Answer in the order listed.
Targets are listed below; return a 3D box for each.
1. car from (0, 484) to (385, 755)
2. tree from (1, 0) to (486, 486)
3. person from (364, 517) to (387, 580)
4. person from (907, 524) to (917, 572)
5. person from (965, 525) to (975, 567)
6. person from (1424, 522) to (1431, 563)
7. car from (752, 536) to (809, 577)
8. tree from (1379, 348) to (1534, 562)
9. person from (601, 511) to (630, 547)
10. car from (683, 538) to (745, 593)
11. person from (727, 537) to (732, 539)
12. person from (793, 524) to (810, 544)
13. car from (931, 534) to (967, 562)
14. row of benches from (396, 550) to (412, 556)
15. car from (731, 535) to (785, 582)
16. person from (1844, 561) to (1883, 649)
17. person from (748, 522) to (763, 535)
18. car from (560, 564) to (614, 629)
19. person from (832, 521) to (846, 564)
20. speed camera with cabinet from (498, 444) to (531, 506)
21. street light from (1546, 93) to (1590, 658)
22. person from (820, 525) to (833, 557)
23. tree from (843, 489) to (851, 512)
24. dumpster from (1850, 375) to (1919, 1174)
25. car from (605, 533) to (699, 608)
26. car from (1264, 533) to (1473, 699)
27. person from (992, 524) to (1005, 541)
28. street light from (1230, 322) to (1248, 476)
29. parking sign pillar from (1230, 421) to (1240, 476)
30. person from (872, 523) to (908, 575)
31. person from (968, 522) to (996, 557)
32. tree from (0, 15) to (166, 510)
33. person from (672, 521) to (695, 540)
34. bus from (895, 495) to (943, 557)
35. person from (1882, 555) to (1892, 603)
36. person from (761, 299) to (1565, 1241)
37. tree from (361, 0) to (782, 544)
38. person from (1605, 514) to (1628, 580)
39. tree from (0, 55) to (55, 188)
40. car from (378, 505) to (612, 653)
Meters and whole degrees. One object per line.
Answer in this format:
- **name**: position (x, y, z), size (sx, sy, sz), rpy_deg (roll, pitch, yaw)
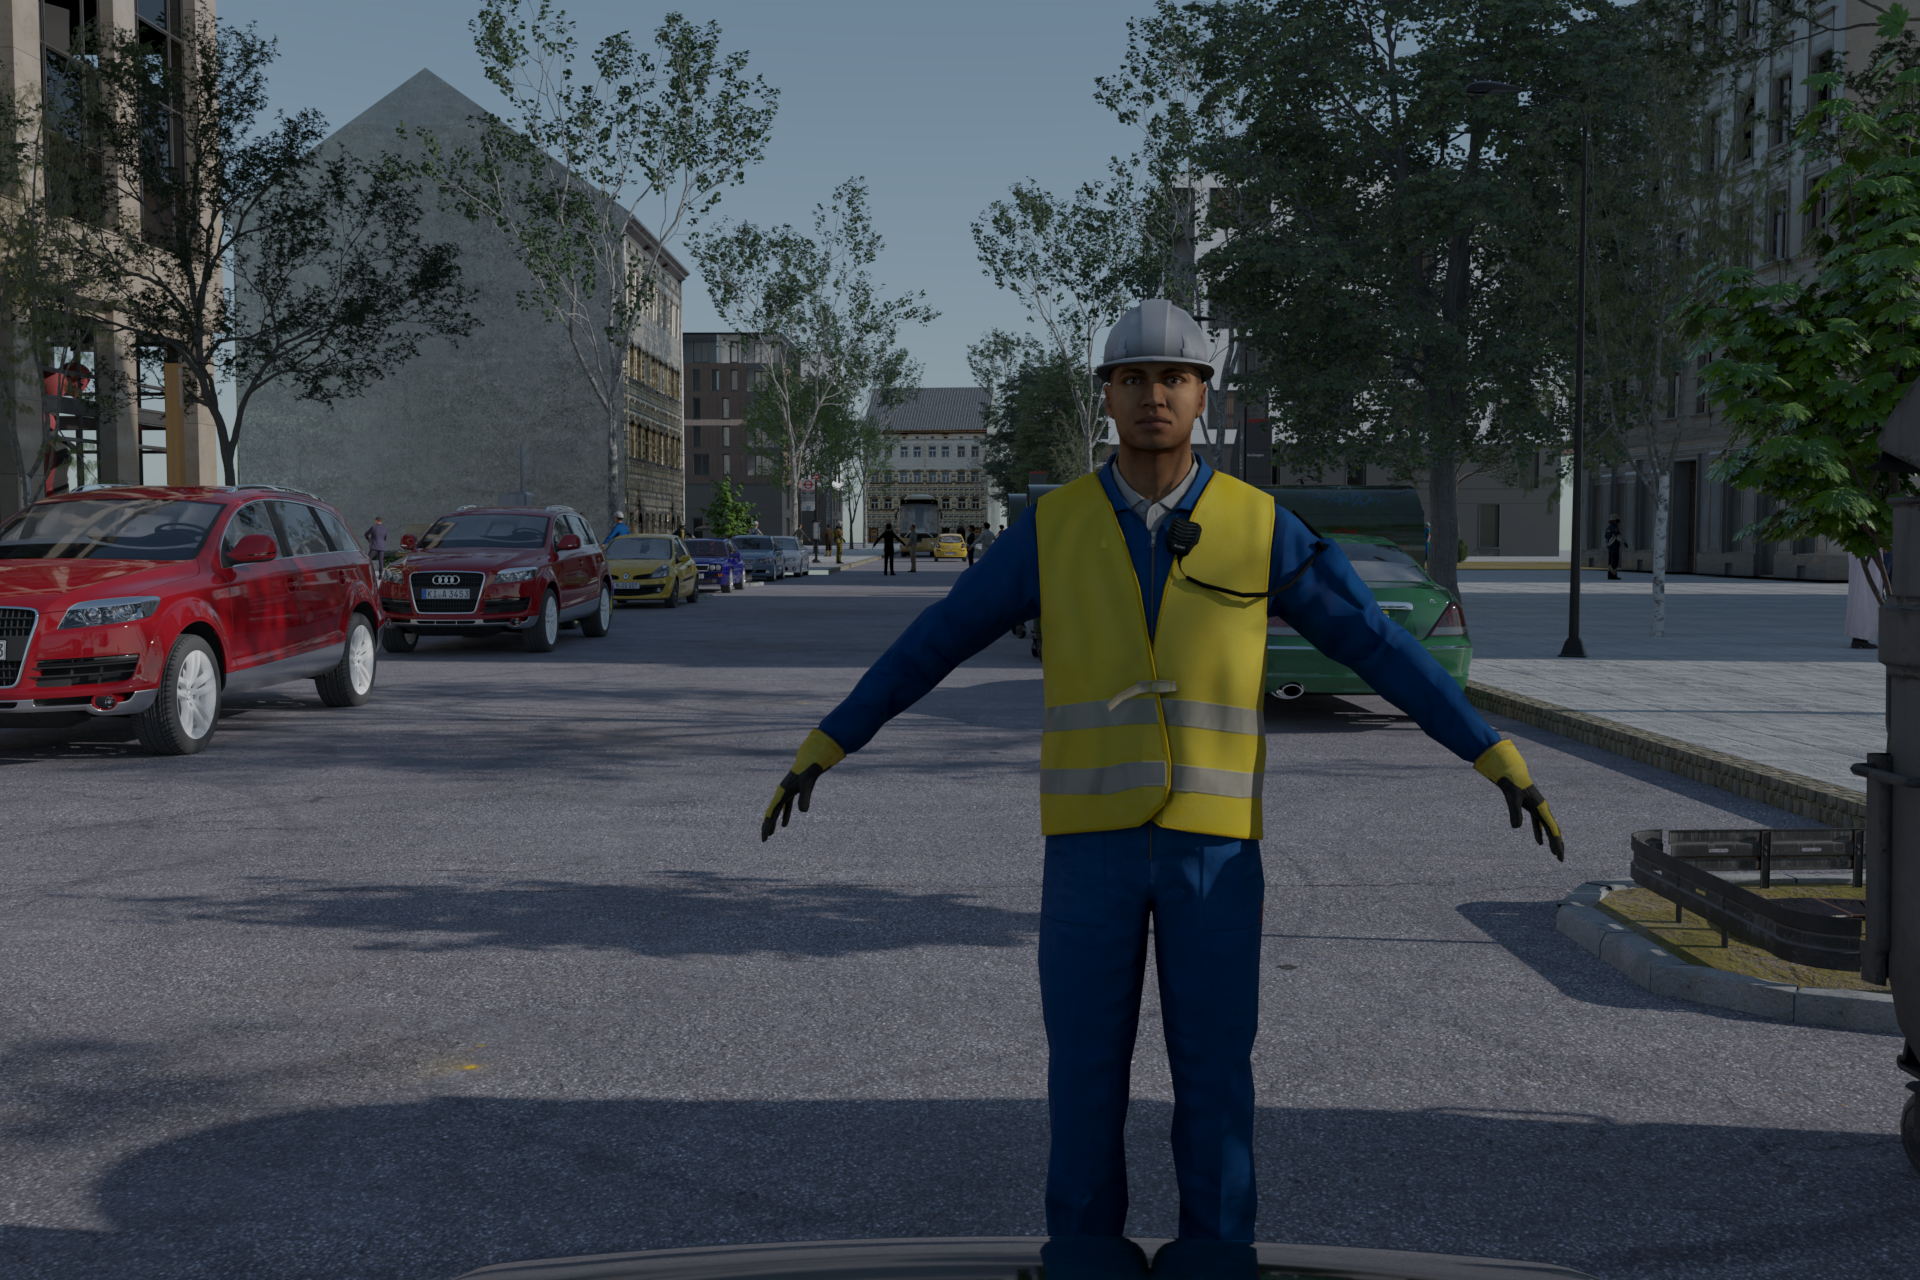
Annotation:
- **car**: position (-5.974, -0.259, 12.911), size (2.281, 1.827, 5.304), rpy_deg (0, 4, 0)
- **tree**: position (-12.496, -5.837, 29.853), size (8.767, 10.594, 7.601), rpy_deg (-1, 4, -16)
- **person**: position (-16.394, -2.567, 48.456), size (0.568, 1.767, 0.683), rpy_deg (3, 5, 44)
- **person**: position (-1.792, -3.432, 64.834), size (0.705, 1.796, 1.348), rpy_deg (-1, 4, -11)
- **person**: position (0.301, -3.043, 58.924), size (0.721, 1.740, 1.216), rpy_deg (0, 4, 6)
- **person**: position (21.019, -4.405, 78.145), size (0.704, 1.817, 1.347), rpy_deg (0, 4, 2)
- **car**: position (-6.180, -2.847, 58.913), size (2.083, 1.381, 4.827), rpy_deg (0, 4, 0)
- **tree**: position (22.234, -8.793, 78.184), size (7.601, 10.594, 8.767), rpy_deg (1, 4, 21)
- **person**: position (-8.438, -2.256, 42.764), size (0.705, 1.842, 1.347), rpy_deg (1, 4, 22)
- **car**: position (-6.411, -1.881, 43.342), size (1.945, 1.354, 3.894), rpy_deg (0, 3, 0)
- **person**: position (-12.482, -5.370, 94.016), size (0.704, 1.802, 1.346), rpy_deg (-1, 4, -9)
- **person**: position (-8.206, -5.049, 88.822), size (1.348, 1.796, 0.705), rpy_deg (3, 5, 41)
- **car**: position (-0.510, -4.914, 90.562), size (2.015, 1.641, 3.980), rpy_deg (0, 4, -1)
- **row of benches**: position (-20.078, -3.232, 68.308), size (4.104, 0.672, 1.422), rpy_deg (-1, 4, -15)
- **car**: position (-6.431, -2.545, 53.616), size (2.014, 1.417, 4.499), rpy_deg (0, 4, 0)
- **person**: position (10.200, -0.778, 19.428), size (0.621, 1.740, 0.551), rpy_deg (-2, 4, -33)
- **person**: position (-8.934, -4.285, 75.911), size (1.347, 1.847, 0.705), rpy_deg (3, 4, 36)
- **car**: position (-6.599, -1.077, 27.204), size (1.945, 1.707, 3.694), rpy_deg (0, 4, 0)
- **person**: position (-5.189, -4.216, 74.707), size (0.705, 1.858, 1.354), rpy_deg (-1, 4, -17)
- **speed camera with cabinet**: position (-9.780, -2.717, 38.752), size (0.660, 3.252, 2.038), rpy_deg (0, 4, 1)
- **street light**: position (6.961, -2.776, 17.933), size (1.470, 5.913, 1.316), rpy_deg (0, 4, 0)
- **person**: position (-7.509, -5.647, 98.473), size (1.346, 1.812, 0.704), rpy_deg (-3, 5, -43)
- **tree**: position (-21.313, -21.309, 258.778), size (12.009, 13.543, 11.850), rpy_deg (0, 3, 0)
- **dumpster**: position (2.884, 0.299, 3.327), size (1.865, 1.857, 1.264), rpy_deg (0, 4, -1)
- **car**: position (-6.326, -1.498, 34.721), size (2.015, 1.641, 3.980), rpy_deg (0, 4, 0)
- **car**: position (2.860, -0.178, 14.703), size (2.131, 1.459, 4.920), rpy_deg (0, 4, -1)
- **person**: position (2.322, -5.626, 98.135), size (0.704, 1.843, 1.345), rpy_deg (3, 5, 39)
- **street light**: position (6.640, -3.943, 37.006), size (1.470, 5.913, 1.316), rpy_deg (0, 4, 0)
- **parking sign pillar**: position (6.822, -3.265, 41.858), size (1.447, 3.967, 1.447), rpy_deg (0, 4, 0)
- **person**: position (-2.449, -3.142, 60.009), size (1.347, 1.806, 0.705), rpy_deg (1, 4, 20)
- **person**: position (0.836, -2.867, 55.518), size (1.347, 1.806, 0.705), rpy_deg (-3, 5, -41)
- **tree**: position (-12.427, -4.456, 23.217), size (4.360, 8.622, 3.978), rpy_deg (0, 3, 0)
- **person**: position (-12.048, -4.236, 75.044), size (1.354, 1.856, 0.705), rpy_deg (-1, 4, -15)
- **bus**: position (-2.532, -7.340, 111.562), size (2.896, 3.916, 12.252), rpy_deg (0, 4, 0)
- **person**: position (17.209, -1.583, 31.799), size (0.709, 1.838, 0.599), rpy_deg (-3, 5, -43)
- **person**: position (0.333, 0.331, 3.011), size (1.349, 1.833, 0.705), rpy_deg (0, 4, 8)
- **tree**: position (-13.343, -12.434, 59.185), size (12.611, 20.169, 13.585), rpy_deg (0, 3, 0)
- **person**: position (18.391, -2.616, 48.639), size (0.704, 1.845, 1.351), rpy_deg (0, 4, -1)
- **tree**: position (-12.247, -4.903, 14.575), size (7.601, 10.594, 8.767), rpy_deg (3, 5, 39)
- **car**: position (-5.945, -0.854, 22.633), size (2.281, 1.827, 5.304), rpy_deg (0, 4, 0)
